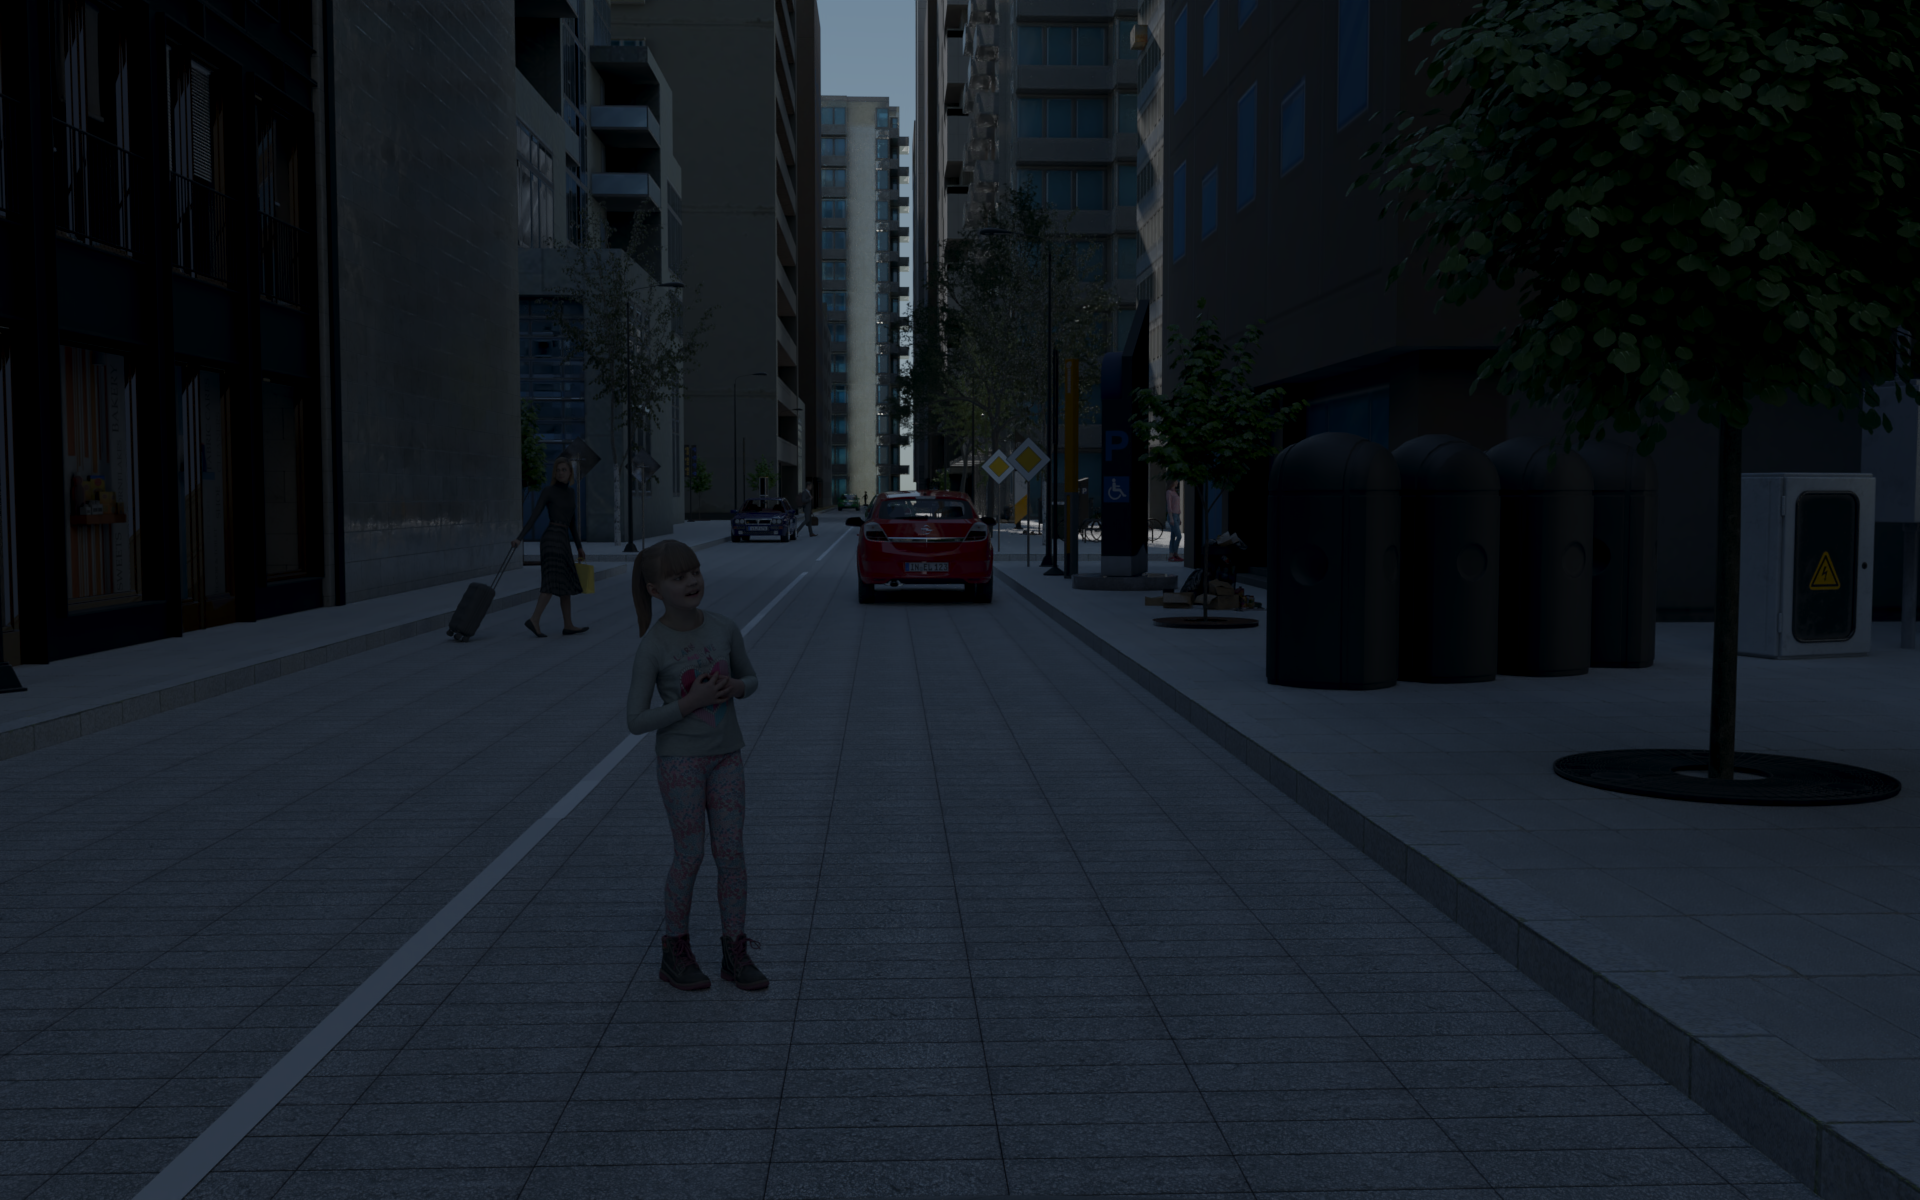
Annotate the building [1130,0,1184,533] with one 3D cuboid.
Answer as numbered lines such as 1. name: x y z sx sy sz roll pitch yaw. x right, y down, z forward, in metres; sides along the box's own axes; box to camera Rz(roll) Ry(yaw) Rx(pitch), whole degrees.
1. building: 18.508 -22.157 54.150 23.993 40.220 32.217 0 4 -2

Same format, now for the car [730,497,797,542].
1. car: -5.927 -2.444 52.540 1.945 1.354 3.894 0 4 -1

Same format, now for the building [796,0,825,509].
1. building: -19.171 -30.591 150.280 14.600 45.320 14.200 0 4 -2

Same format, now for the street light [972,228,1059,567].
1. street light: 1.029 -3.539 30.412 1.470 5.913 1.316 0 4 -2

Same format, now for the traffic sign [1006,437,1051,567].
1. traffic sign: 1.201 -1.641 30.469 0.795 2.450 0.064 0 4 -2

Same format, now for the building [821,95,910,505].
1. building: -21.351 -35.947 207.342 30.456 49.044 23.786 0 4 -2

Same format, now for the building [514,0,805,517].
1. building: -22.465 -49.763 126.304 22.319 86.520 31.000 0 4 -2

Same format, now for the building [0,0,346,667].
1. building: -12.904 -11.100 11.157 12.332 23.373 15.834 0 4 -2

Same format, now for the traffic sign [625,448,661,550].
1. traffic sign: -6.977 -2.110 38.135 0.795 2.450 0.064 0 4 -2

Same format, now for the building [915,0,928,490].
1. building: 6.000 -38.717 175.015 21.231 58.520 28.212 0 4 -2

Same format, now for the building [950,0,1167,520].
1. building: 11.607 -29.271 98.194 23.786 49.044 30.456 0 4 -2

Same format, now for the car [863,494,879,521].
1. car: -2.529 -3.165 63.539 2.131 1.459 4.920 0 4 -1

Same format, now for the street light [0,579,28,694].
1. street light: -5.712 -2.356 11.067 1.470 5.913 1.316 0 4 -2

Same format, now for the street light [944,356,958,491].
1. street light: -0.104 -5.181 57.248 1.470 5.913 1.316 0 4 -2

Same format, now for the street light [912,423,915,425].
1. street light: -2.460 -8.620 113.483 1.470 5.913 1.316 0 4 -2

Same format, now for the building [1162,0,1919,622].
1. building: 10.776 -22.793 22.774 14.600 45.320 14.200 0 4 -2

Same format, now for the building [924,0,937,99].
1. building: 3.877 -30.813 153.908 14.600 45.320 14.200 0 4 -2

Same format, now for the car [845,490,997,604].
1. car: -0.530 -0.925 24.171 2.155 1.783 4.494 0 4 -3

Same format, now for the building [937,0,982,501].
1. building: 12.020 -33.252 132.910 28.713 52.752 27.495 0 4 -2

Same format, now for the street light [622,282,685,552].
1. street light: -6.724 -4.007 38.048 1.470 5.913 1.316 0 4 -2

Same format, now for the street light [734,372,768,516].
1. street light: -8.045 -5.730 66.229 1.470 5.913 1.316 0 4 -2

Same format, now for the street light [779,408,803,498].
1. street light: -9.216 -7.425 93.939 1.470 5.913 1.316 0 4 -2

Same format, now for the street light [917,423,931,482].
1. street light: -1.263 -6.906 85.459 1.470 5.913 1.316 0 4 -2

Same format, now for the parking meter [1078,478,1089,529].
1. parking meter: 4.439 -3.494 62.842 0.399 1.863 0.255 -2 4 -25

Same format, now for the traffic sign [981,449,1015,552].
1. traffic sign: 0.861 -2.129 38.446 0.795 2.450 0.064 0 4 -2

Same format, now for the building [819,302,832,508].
1. building: -27.904 -20.198 175.273 28.899 21.520 27.650 0 4 -2

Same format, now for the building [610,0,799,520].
1. building: -20.063 -28.745 93.678 21.300 48.544 21.600 0 4 -2

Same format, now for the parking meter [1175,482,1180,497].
1. parking meter: 9.082 -4.104 72.812 0.255 1.863 0.399 0 4 -8

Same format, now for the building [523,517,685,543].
1. building: -20.690 -45.600 58.226 22.319 86.520 31.000 0 4 -2

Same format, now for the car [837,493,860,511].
1. car: -9.471 -8.496 147.707 1.959 1.807 4.718 0 4 -1

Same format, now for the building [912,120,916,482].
1. building: 1.623 -33.844 203.456 14.200 45.320 14.600 0 4 -2

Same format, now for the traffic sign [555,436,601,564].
1. traffic sign: -6.637 -1.622 30.157 0.795 2.450 0.064 0 4 -2
